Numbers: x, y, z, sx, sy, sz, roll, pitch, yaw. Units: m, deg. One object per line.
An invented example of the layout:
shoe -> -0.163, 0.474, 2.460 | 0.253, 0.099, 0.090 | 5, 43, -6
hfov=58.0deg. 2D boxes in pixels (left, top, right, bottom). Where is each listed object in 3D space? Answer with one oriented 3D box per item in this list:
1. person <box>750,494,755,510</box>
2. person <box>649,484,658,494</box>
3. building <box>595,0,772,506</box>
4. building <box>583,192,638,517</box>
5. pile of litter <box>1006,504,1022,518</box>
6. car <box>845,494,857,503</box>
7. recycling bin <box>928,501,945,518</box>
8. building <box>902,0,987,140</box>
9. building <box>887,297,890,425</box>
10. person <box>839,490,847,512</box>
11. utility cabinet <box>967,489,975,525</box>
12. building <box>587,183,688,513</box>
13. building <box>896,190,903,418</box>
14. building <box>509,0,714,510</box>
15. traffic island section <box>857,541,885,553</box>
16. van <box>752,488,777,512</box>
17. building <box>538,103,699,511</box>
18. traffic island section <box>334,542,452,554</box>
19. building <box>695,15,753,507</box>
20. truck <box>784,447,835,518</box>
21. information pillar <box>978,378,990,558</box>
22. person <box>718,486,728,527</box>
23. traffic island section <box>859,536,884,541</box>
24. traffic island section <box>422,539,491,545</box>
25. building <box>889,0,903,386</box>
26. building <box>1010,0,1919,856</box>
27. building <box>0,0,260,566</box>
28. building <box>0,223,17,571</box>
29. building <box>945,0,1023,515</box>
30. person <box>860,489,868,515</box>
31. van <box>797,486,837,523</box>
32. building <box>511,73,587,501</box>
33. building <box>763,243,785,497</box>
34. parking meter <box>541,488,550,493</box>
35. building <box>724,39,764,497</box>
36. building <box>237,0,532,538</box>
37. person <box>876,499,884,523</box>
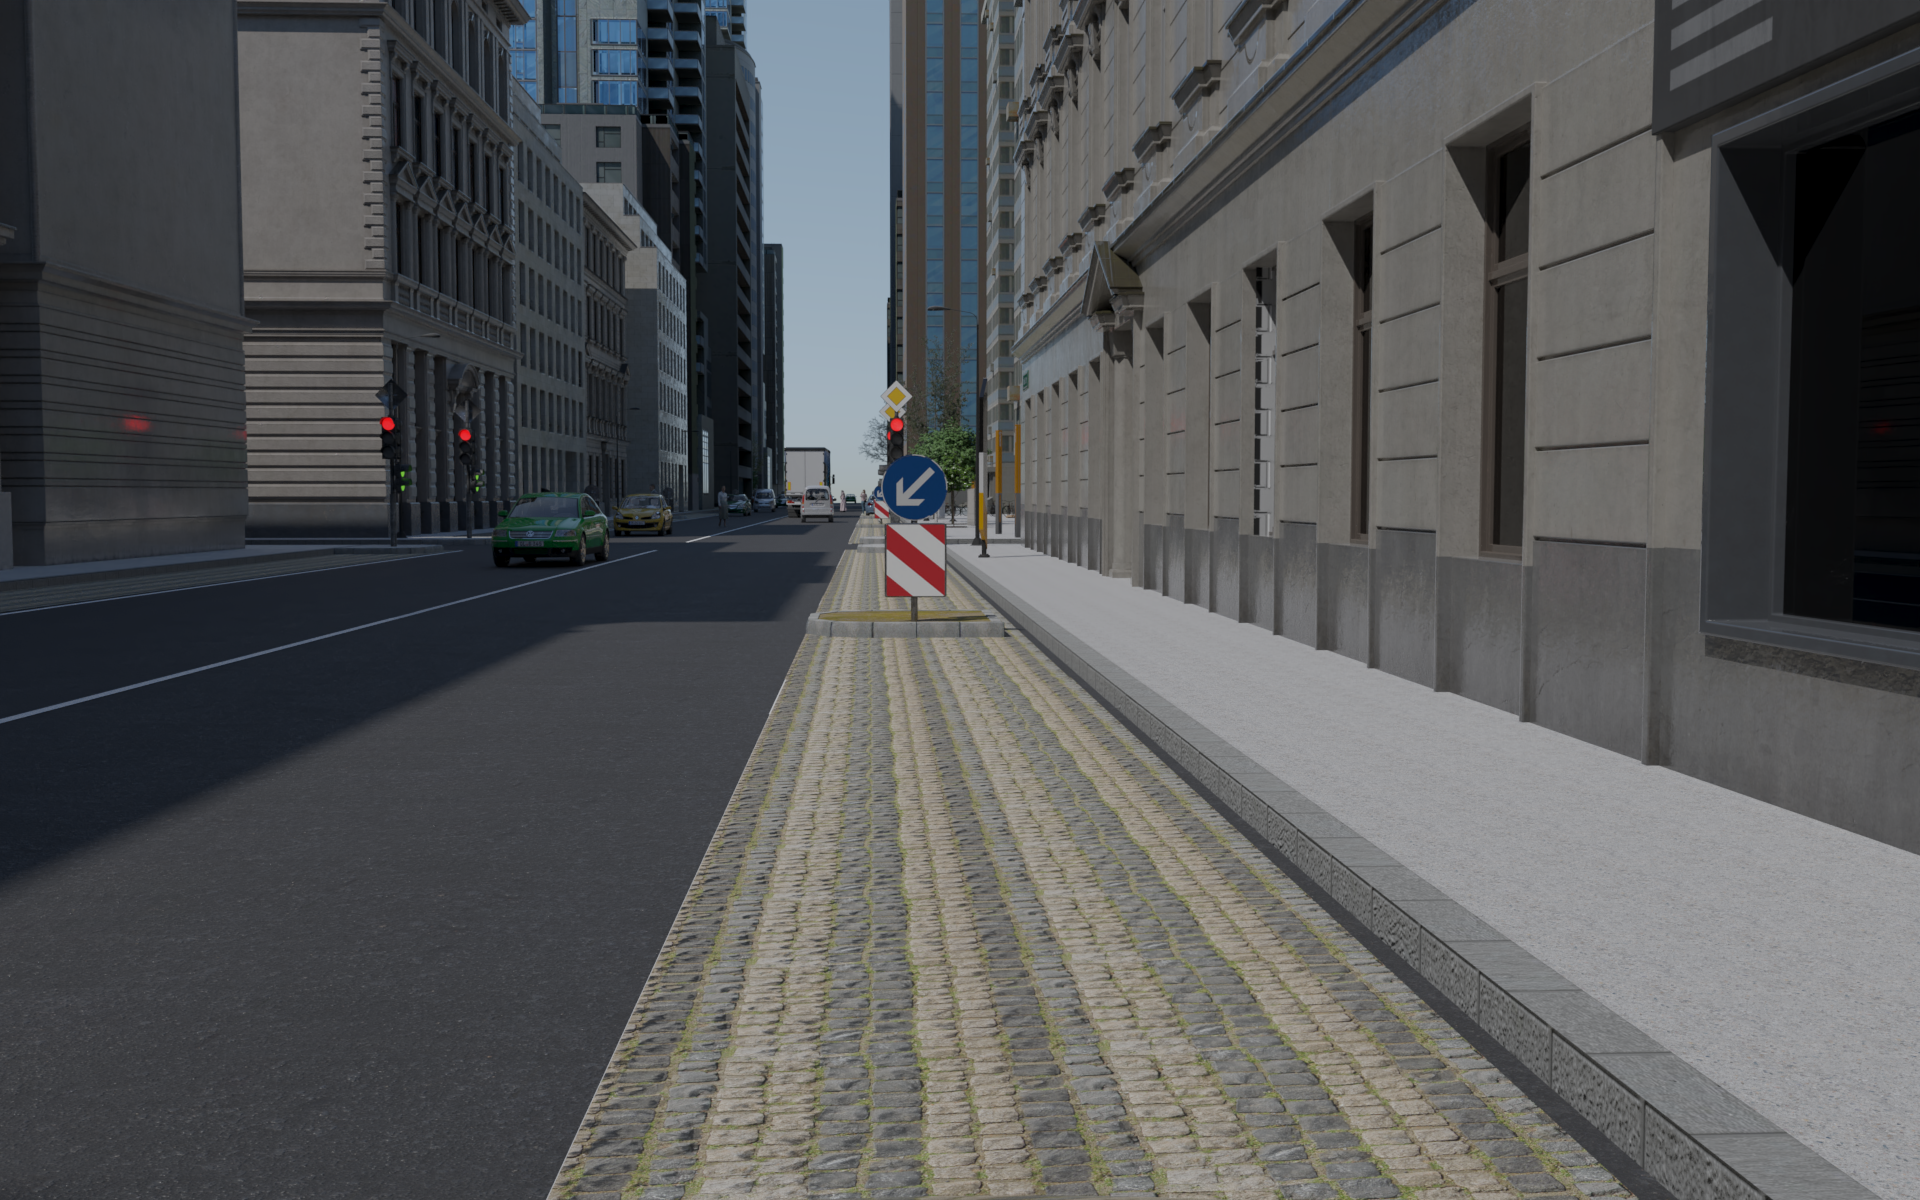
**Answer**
person -> -18.830, -8.941, 157.951 | 1.065, 1.426, 0.557 | -3, 5, -40
person -> -11.750, -3.532, 66.366 | 0.853, 1.813, 0.709 | -2, 4, -25
building -> -38.361, -57.354, 250.411 | 22.319, 86.520, 31.000 | 0, 4, -3
building -> -24.368, -14.136, 95.745 | 10.561, 19.102, 19.286 | 0, 4, -3
pile of litter -> 3.045, -4.796, 92.371 | 1.176, 0.858, 1.719 | -1, 4, -8
car -> -17.015, -15.921, 269.101 | 1.959, 1.807, 4.718 | 0, 4, -4
recycling bin -> -1.264, -4.898, 92.631 | 0.722, 1.027, 0.722 | 2, 4, 26
building -> 2.472, -29.844, 138.067 | 14.600, 45.320, 14.200 | 0, 4, -3
building -> -3.706, -29.497, 253.974 | 14.160, 30.474, 14.107 | 0, 4, -3
person -> -9.300, -7.833, 137.232 | 0.621, 1.740, 0.551 | 0, 4, 1
utility cabinet -> 0.560, -3.797, 70.757 | 0.318, 1.500, 1.173 | 1, 4, 13
building -> -24.261, -15.915, 114.968 | 10.420, 20.320, 16.860 | 0, 4, -3
building -> 0.817, -24.185, 167.118 | 14.160, 30.474, 14.107 | 0, 4, -3
building -> -32.770, -51.354, 152.314 | 22.319, 86.520, 31.000 | 0, 4, -3
traffic island section -> -1.544, -1.267, 42.989 | 2.009, 0.180, 2.903 | 0, 4, -3
van -> -15.521, -7.986, 137.580 | 2.013, 2.044, 4.112 | 0, 4, -4
building -> -27.751, -22.021, 131.740 | 14.160, 30.474, 14.107 | 0, 4, -3
traffic island section -> -13.870, -1.228, 42.364 | 2.009, 0.180, 2.903 | 0, 4, -3
building -> -33.146, -34.030, 180.100 | 21.300, 48.544, 21.600 | 0, 4, -3
truck -> -9.445, -7.337, 108.865 | 2.839, 4.237, 11.283 | 0, 4, -2
information pillar -> 0.472, -2.660, 34.846 | 0.183, 3.616, 0.504 | 1, 4, 11
person -> -10.414, -4.107, 75.877 | 0.478, 1.798, 0.641 | -2, 4, -25
traffic island section -> -1.953, -1.754, 50.964 | 2.009, 0.180, 2.903 | 0, 4, -3
traffic island section -> -14.278, -1.716, 50.339 | 2.009, 0.180, 2.903 | 0, 4, -3
building -> 2.911, -39.483, 187.541 | 21.231, 58.520, 28.212 | 0, 4, -3
building -> 10.467, -14.955, 20.935 | 17.030, 29.872, 44.131 | 0, 4, -3
building -> -26.280, -12.138, 34.612 | 21.152, 22.565, 11.583 | 0, 4, -3
building -> -21.741, -14.055, 17.186 | 14.401, 28.519, 23.554 | 0, 4, -3
building -> 14.440, -25.851, 114.539 | 32.217, 40.220, 23.993 | 0, 4, -3
person -> -6.576, -6.791, 120.125 | 0.593, 1.750, 0.643 | -3, 5, -42
van -> -7.284, -4.970, 88.275 | 2.013, 2.044, 4.112 | 0, 4, -5
building -> -23.470, -13.635, 77.691 | 10.420, 20.320, 16.860 | 0, 4, -3
building -> -35.265, -36.145, 274.570 | 14.154, 41.232, 14.086 | 0, 4, -3
parking meter -> -17.256, -3.896, 72.117 | 0.372, 1.533, 0.369 | 0, 3, 0
building -> -36.704, -41.570, 221.660 | 21.231, 58.520, 28.212 | 0, 4, -3
building -> -21.964, -14.068, 58.889 | 11.050, 23.489, 19.941 | 0, 4, -3
person -> -3.823, -4.591, 83.903 | 0.444, 1.785, 0.601 | -3, 5, -42
